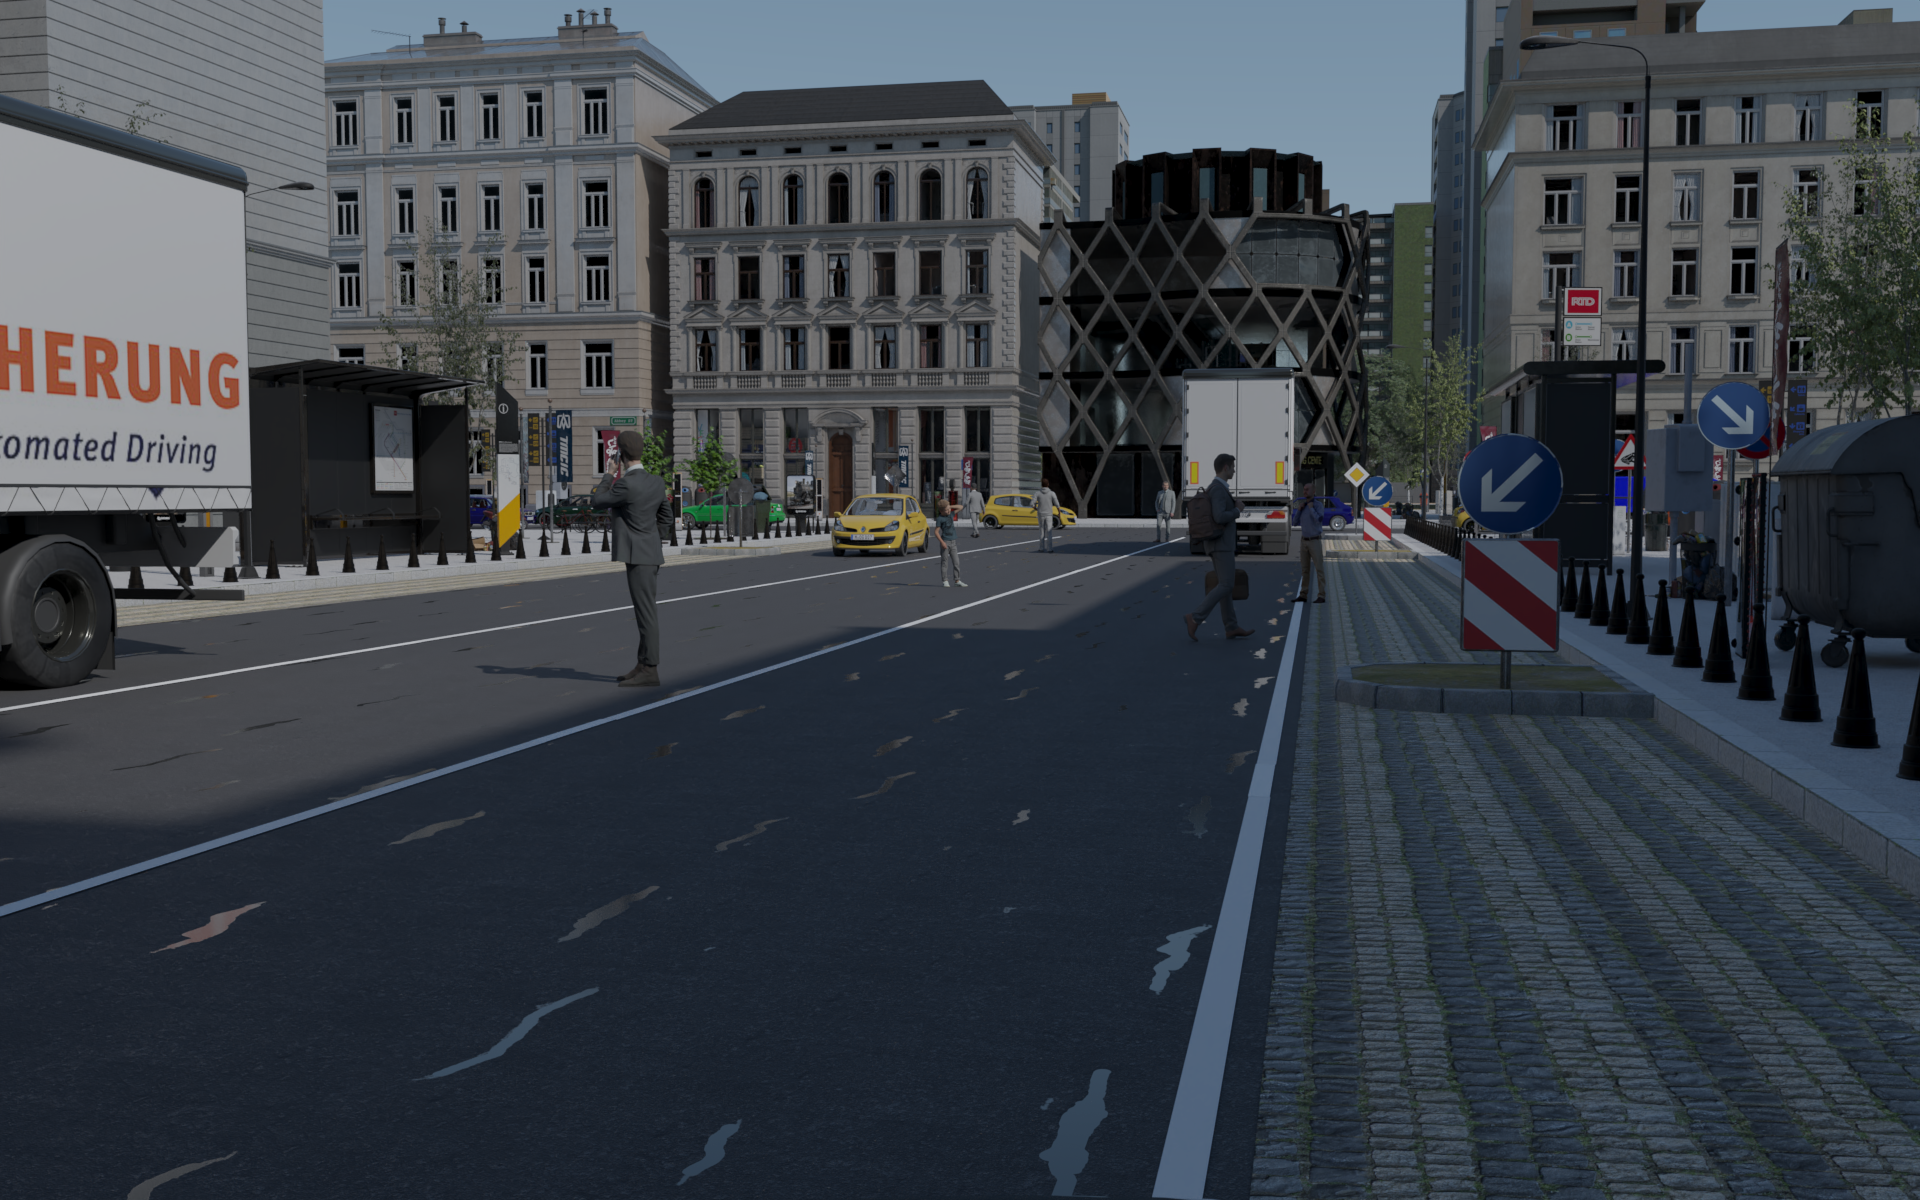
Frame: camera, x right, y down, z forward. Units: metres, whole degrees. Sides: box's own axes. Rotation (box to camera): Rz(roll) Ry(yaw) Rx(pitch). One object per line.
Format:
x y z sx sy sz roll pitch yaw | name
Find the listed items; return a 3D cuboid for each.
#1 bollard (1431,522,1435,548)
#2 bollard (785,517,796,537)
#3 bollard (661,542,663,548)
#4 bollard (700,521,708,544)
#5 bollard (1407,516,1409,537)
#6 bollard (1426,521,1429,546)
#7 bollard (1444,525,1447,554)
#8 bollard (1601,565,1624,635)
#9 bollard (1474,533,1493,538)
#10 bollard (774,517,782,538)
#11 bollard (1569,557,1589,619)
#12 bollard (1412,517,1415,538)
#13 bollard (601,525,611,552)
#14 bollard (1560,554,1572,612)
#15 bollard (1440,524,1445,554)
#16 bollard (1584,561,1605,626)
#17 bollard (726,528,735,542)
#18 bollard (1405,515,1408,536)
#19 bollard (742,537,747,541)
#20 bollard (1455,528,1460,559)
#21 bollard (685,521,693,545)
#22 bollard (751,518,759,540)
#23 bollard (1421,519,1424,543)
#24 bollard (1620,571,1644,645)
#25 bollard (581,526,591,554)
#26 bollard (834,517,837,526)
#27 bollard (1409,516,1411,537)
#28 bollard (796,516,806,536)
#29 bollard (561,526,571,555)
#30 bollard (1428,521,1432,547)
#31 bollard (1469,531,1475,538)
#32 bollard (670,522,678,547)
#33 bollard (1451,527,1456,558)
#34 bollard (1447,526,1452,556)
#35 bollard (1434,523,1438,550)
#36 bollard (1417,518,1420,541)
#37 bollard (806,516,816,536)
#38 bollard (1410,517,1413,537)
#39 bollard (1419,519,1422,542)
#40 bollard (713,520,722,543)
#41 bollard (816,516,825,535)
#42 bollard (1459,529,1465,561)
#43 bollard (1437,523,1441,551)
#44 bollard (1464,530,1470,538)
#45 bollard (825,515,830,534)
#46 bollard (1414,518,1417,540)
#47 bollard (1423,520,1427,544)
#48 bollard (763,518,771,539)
11.098 -1.472 40.112 0.229 0.601 0.229 0 3 0 | bollard
-5.102 -2.171 51.538 0.229 0.601 0.229 0 3 0 | bollard
-7.216 -1.551 41.408 0.229 0.601 0.229 0 3 0 | bollard
-6.584 -1.738 44.457 0.229 0.601 0.229 0 3 0 | bollard
13.419 -2.151 51.217 0.229 0.601 0.229 0 3 0 | bollard
11.517 -1.595 42.122 0.229 0.601 0.229 0 3 0 | bollard
10.258 -1.224 36.060 0.229 0.601 0.229 0 3 0 | bollard
6.039 0.011 15.860 0.229 0.601 0.229 0 3 0 | bollard
8.781 -0.793 28.999 0.229 0.601 0.229 0 3 0 | bollard
-5.311 -2.109 50.522 0.229 0.601 0.229 0 3 0 | bollard
6.462 -0.113 17.885 0.229 0.601 0.229 0 3 0 | bollard
12.783 -1.965 48.172 0.229 0.601 0.229 0 3 0 | bollard
-7.855 -1.366 38.373 0.229 0.601 0.229 0 3 0 | bollard
6.668 -0.174 18.891 0.229 0.601 0.229 0 3 0 | bollard
10.465 -1.286 37.066 0.229 0.601 0.229 0 3 0 | bollard
6.251 -0.051 16.880 0.229 0.601 0.229 0 3 0 | bollard
-6.163 -1.861 46.467 0.229 0.601 0.229 0 3 0 | bollard
13.633 -2.213 52.221 0.229 0.601 0.229 0 3 0 | bollard
-5.948 -1.924 47.492 0.229 0.601 0.229 0 3 0 | bollard
9.623 -1.039 33.035 0.229 0.601 0.229 0 3 0 | bollard
-6.795 -1.675 43.424 0.229 0.601 0.229 0 3 0 | bollard
-5.737 -1.986 48.510 0.229 0.601 0.229 0 3 0 | bollard
11.939 -1.718 44.132 0.229 0.601 0.229 0 3 0 | bollard
5.828 0.073 14.856 0.229 0.601 0.229 0 3 0 | bollard
-8.066 -1.304 37.357 0.229 0.601 0.229 0 3 0 | bollard
-4.055 -2.478 56.564 0.229 0.601 0.229 0 3 0 | bollard
13.207 -2.089 50.203 0.229 0.601 0.229 0 3 0 | bollard
-4.895 -2.233 52.544 0.229 0.601 0.229 0 3 0 | bollard
-8.274 -1.241 36.338 0.229 0.601 0.229 0 3 0 | bollard
11.309 -1.534 41.117 0.229 0.601 0.229 0 3 0 | bollard
8.991 -0.854 30.009 0.229 0.601 0.229 0 3 0 | bollard
-7.008 -1.613 42.420 0.229 0.601 0.229 0 3 0 | bollard
9.836 -1.101 34.051 0.229 0.601 0.229 0 3 0 | bollard
10.041 -1.163 35.057 0.229 0.601 0.229 0 3 0 | bollard
10.889 -1.411 39.105 0.229 0.601 0.229 0 3 0 | bollard
12.359 -1.841 46.142 0.229 0.601 0.229 0 3 0 | bollard
-4.686 -2.294 53.549 0.229 0.601 0.229 0 3 0 | bollard
12.991 -2.027 49.187 0.229 0.601 0.229 0 3 0 | bollard
12.148 -1.780 45.137 0.229 0.601 0.229 0 3 0 | bollard
-6.370 -1.799 45.462 0.229 0.601 0.229 0 3 0 | bollard
-4.475 -2.356 54.554 0.229 0.601 0.229 0 3 0 | bollard
9.409 -0.978 32.031 0.229 0.601 0.229 0 3 0 | bollard
10.676 -1.348 38.082 0.229 0.601 0.229 0 3 0 | bollard
9.197 -0.916 31.015 0.229 0.601 0.229 0 3 0 | bollard
-4.264 -2.417 55.559 0.229 0.601 0.229 0 3 0 | bollard
12.569 -1.902 47.147 0.229 0.601 0.229 0 3 0 | bollard
11.730 -1.657 43.127 0.229 0.601 0.229 0 3 0 | bollard
-5.524 -2.047 49.517 0.229 0.601 0.229 0 3 0 | bollard
